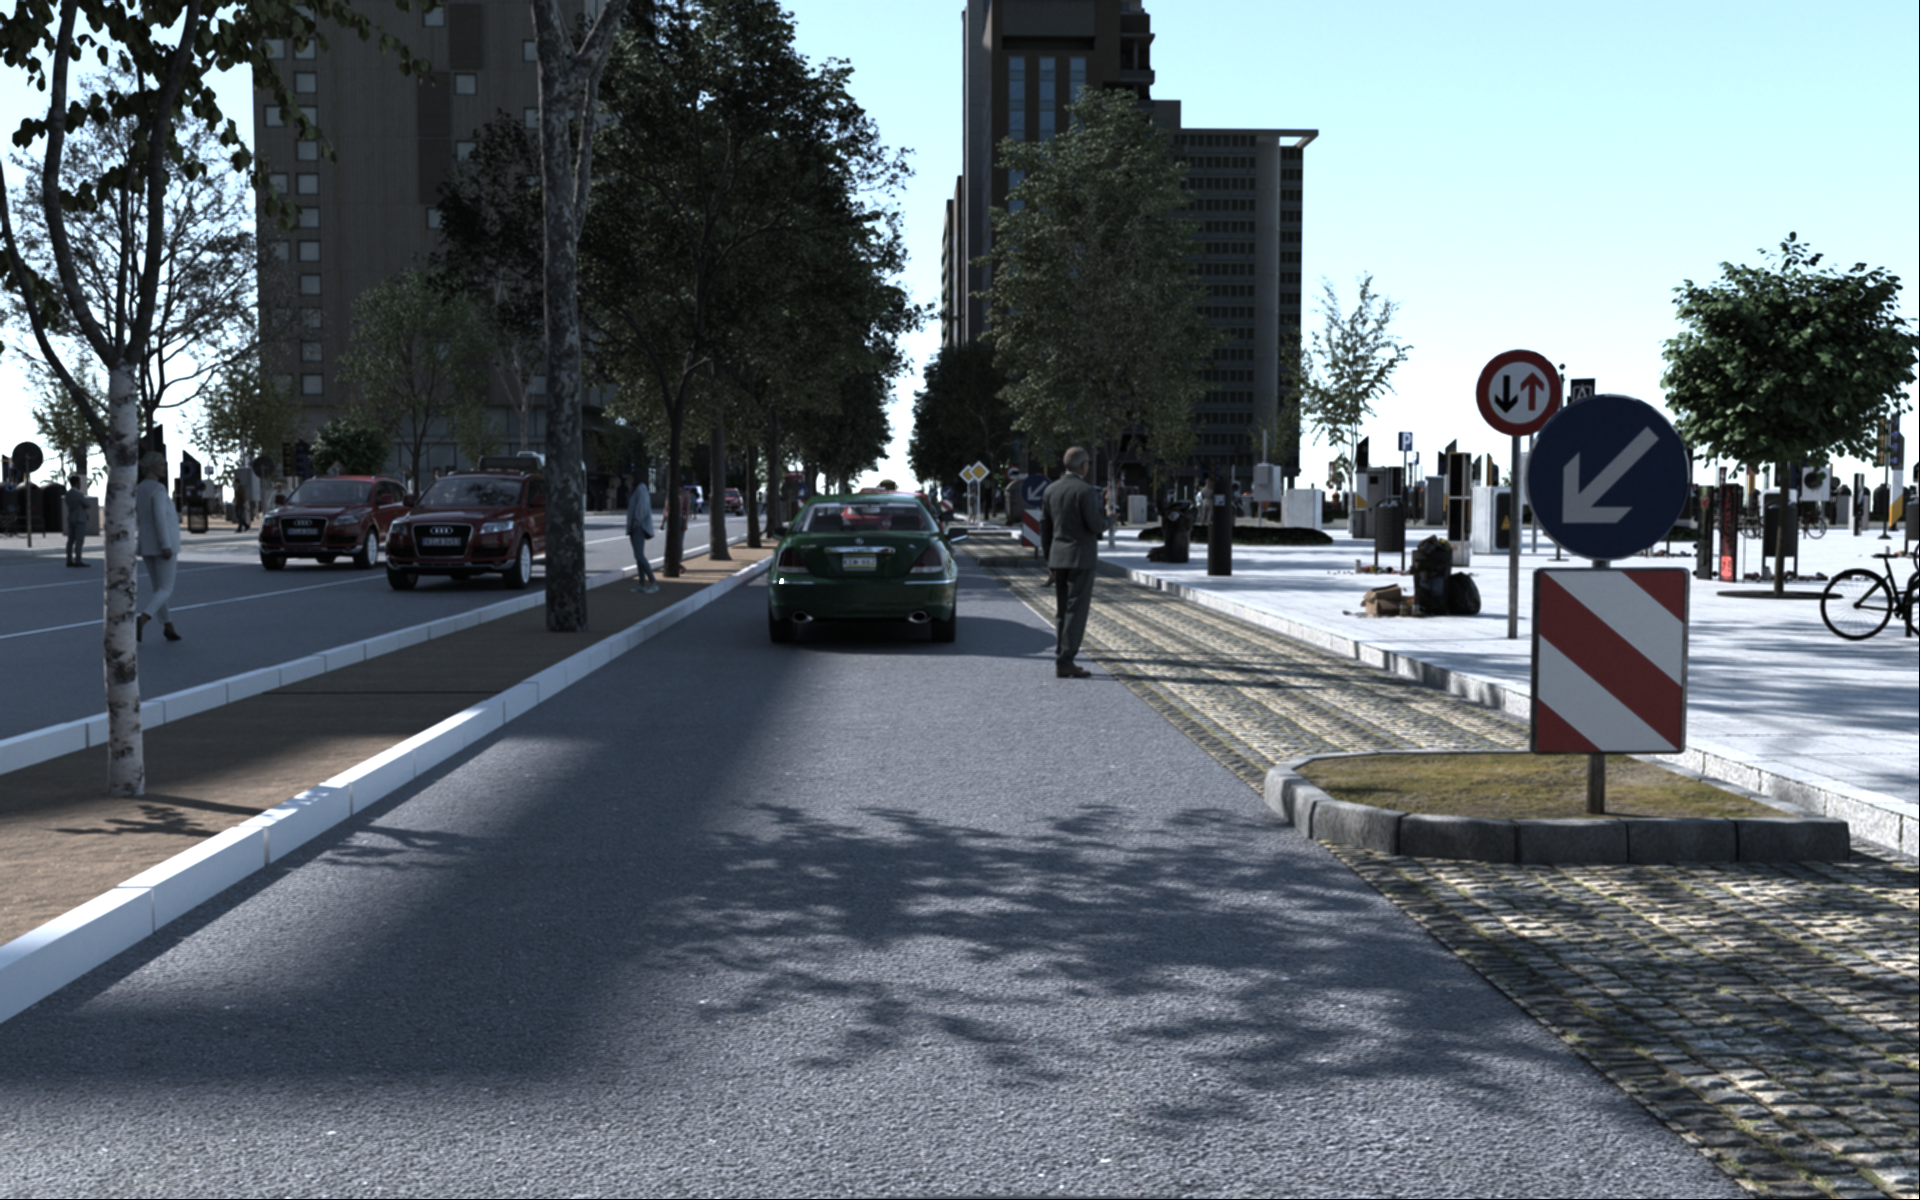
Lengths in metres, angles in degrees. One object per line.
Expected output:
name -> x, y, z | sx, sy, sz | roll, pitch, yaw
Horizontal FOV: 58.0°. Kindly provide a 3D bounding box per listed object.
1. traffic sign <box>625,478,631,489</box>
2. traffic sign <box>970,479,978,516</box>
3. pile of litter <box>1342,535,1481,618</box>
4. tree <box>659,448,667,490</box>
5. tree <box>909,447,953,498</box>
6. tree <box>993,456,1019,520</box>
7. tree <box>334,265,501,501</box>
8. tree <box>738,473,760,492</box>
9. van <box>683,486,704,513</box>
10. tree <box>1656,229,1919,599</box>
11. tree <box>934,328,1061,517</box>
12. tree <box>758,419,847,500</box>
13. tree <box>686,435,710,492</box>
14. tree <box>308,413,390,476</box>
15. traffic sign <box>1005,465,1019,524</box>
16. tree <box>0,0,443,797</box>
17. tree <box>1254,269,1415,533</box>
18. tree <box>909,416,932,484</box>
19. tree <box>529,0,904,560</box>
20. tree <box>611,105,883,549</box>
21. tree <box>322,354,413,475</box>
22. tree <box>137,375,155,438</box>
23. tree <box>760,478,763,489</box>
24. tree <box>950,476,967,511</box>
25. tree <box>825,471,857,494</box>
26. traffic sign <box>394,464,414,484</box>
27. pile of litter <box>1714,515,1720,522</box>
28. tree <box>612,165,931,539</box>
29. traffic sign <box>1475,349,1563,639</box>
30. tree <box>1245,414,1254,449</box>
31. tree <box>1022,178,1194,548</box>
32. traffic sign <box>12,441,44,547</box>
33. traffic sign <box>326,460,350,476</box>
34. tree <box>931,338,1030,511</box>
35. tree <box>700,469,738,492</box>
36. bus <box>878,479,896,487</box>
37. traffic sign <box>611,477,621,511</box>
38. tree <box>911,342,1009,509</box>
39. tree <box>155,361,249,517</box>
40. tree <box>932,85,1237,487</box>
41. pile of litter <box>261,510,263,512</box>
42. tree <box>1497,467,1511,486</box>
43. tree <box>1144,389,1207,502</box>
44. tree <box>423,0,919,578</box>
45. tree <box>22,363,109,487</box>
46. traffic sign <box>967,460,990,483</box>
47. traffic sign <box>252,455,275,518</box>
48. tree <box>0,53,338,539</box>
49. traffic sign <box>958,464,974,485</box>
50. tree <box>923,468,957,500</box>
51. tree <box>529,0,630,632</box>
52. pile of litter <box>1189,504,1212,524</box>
traffic sign -> -26.713, -8.555, 139.982 | 0.768, 2.556, 0.104 | 0, 4, 4
traffic sign -> 0.893, -6.303, 103.151 | 0.768, 2.556, 0.104 | 0, 4, 2
pile of litter -> 4.842, -0.280, 18.536 | 1.719, 0.858, 1.176 | -1, 4, -15
tree -> -27.348, -12.248, 150.616 | 4.737, 8.622, 4.395 | 0, 3, 0
tree -> -2.674, -15.332, 201.044 | 4.737, 8.622, 4.395 | 0, 3, 0
tree -> 2.591, -5.688, 87.602 | 1.663, 3.219, 1.824 | 0, 3, 0
tree -> -24.672, -9.343, 78.513 | 9.928, 11.665, 9.643 | 0, 3, 0
tree -> -30.431, -15.318, 234.161 | 4.285, 4.588, 4.351 | 0, 3, 0
van -> -20.438, -7.664, 129.688 | 2.240, 2.365, 5.245 | 0, 4, -2
tree -> 10.241, -2.316, 21.580 | 4.285, 4.588, 4.351 | 0, 3, 0
tree -> 2.081, -9.909, 96.422 | 8.767, 10.594, 7.601 | 2, 4, 27
tree -> -6.426, -7.087, 68.692 | 4.737, 8.622, 4.395 | 0, 3, 0
tree -> -28.335, -14.526, 187.859 | 4.737, 8.622, 4.395 | 0, 3, 0
tree -> -24.741, -5.280, 70.049 | 4.285, 4.588, 4.351 | 0, 3, 0
traffic sign -> 2.327, -4.569, 74.815 | 0.768, 2.556, 0.104 | 0, 4, 6
tree -> -4.000, -3.386, 8.177 | 4.737, 8.622, 4.395 | 0, 3, 0
tree -> 12.510, -6.481, 56.328 | 4.737, 8.622, 4.395 | 0, 3, 0
tree -> -3.726, -18.816, 225.767 | 7.486, 12.596, 7.792 | 0, 3, 0
tree -> -5.076, -7.091, 36.525 | 7.486, 12.596, 7.792 | 0, 3, 0
tree -> -5.537, -7.163, 45.332 | 9.928, 11.665, 9.643 | 0, 3, 0
tree -> -29.574, -8.374, 87.269 | 4.360, 8.622, 3.978 | 0, 3, 0
tree -> -48.108, -9.147, 99.913 | 4.360, 8.622, 3.978 | 0, 3, 0
tree -> -31.650, -17.055, 262.566 | 4.285, 4.588, 4.351 | 0, 3, 0
tree -> 0.343, -8.585, 134.963 | 1.663, 3.219, 1.824 | 0, 3, 0
tree -> -9.001, -10.501, 124.517 | 4.360, 8.622, 3.978 | 0, 3, 0
traffic sign -> -21.424, -3.949, 66.752 | 0.795, 2.593, 0.064 | 0, 4, -2
pile of litter -> 34.801, -4.007, 79.487 | 1.719, 0.858, 1.176 | -1, 4, -20
tree -> -5.950, -8.298, 55.142 | 9.611, 12.733, 9.660 | 0, 3, 0
traffic sign -> 4.909, -0.930, 15.309 | 0.768, 2.556, 0.104 | 0, 4, -1
tree -> 22.820, -10.625, 124.087 | 4.737, 8.622, 4.395 | 0, 3, 0
tree -> 3.547, -5.506, 40.385 | 4.360, 8.622, 3.978 | 0, 3, 0
traffic sign -> -22.466, -2.547, 41.744 | 0.768, 2.556, 0.104 | 0, 4, 0
traffic sign -> -21.107, -3.461, 58.773 | 0.795, 2.593, 0.064 | 0, 4, -2
tree -> 0.730, -12.869, 127.409 | 9.611, 12.733, 9.660 | 0, 3, 0
tree -> -30.726, -14.386, 218.921 | 4.285, 4.588, 4.351 | 0, 3, 0
bus -> -12.116, -18.185, 288.864 | 2.896, 3.916, 12.252 | 0, 4, -4
traffic sign -> -26.182, -8.060, 131.885 | 0.768, 2.556, 0.104 | 0, 4, 2
tree -> 0.310, -14.506, 143.835 | 9.857, 13.997, 8.962 | 0, 3, 0
tree -> -40.878, -8.858, 95.192 | 4.360, 8.622, 3.978 | 0, 3, 0
tree -> 3.885, -7.967, 48.380 | 7.486, 12.596, 7.792 | 0, 3, 0
pile of litter -> -50.413, -6.696, 123.447 | 1.719, 0.858, 1.176 | 2, 4, 26
tree -> 33.041, -6.632, 103.036 | 1.663, 3.219, 1.824 | 0, 3, 0
tree -> 13.705, -9.772, 110.139 | 4.737, 8.622, 4.395 | 0, 3, 0
tree -> -4.948, -5.632, 28.956 | 8.767, 10.594, 7.601 | 0, 4, -2
tree -> -48.537, -8.803, 94.286 | 4.360, 8.622, 3.978 | 0, 3, 0
traffic sign -> 0.671, -3.512, 59.617 | 0.795, 2.593, 0.064 | 0, 4, -2
traffic sign -> -22.774, -3.458, 56.644 | 0.768, 2.556, 0.104 | 0, 4, 5
tree -> -23.117, -8.475, 48.942 | 12.009, 13.543, 11.850 | 0, 3, 0
traffic sign -> 0.353, -4.000, 67.596 | 0.795, 2.593, 0.064 | 0, 4, -2
tree -> -1.461, -13.786, 175.758 | 4.360, 8.622, 3.978 | 0, 3, 0
tree -> -2.852, -9.681, 16.635 | 12.611, 20.169, 13.585 | 0, 3, 0
pile of litter -> 10.239, -3.673, 74.016 | 1.176, 0.858, 1.719 | 2, 4, 26
